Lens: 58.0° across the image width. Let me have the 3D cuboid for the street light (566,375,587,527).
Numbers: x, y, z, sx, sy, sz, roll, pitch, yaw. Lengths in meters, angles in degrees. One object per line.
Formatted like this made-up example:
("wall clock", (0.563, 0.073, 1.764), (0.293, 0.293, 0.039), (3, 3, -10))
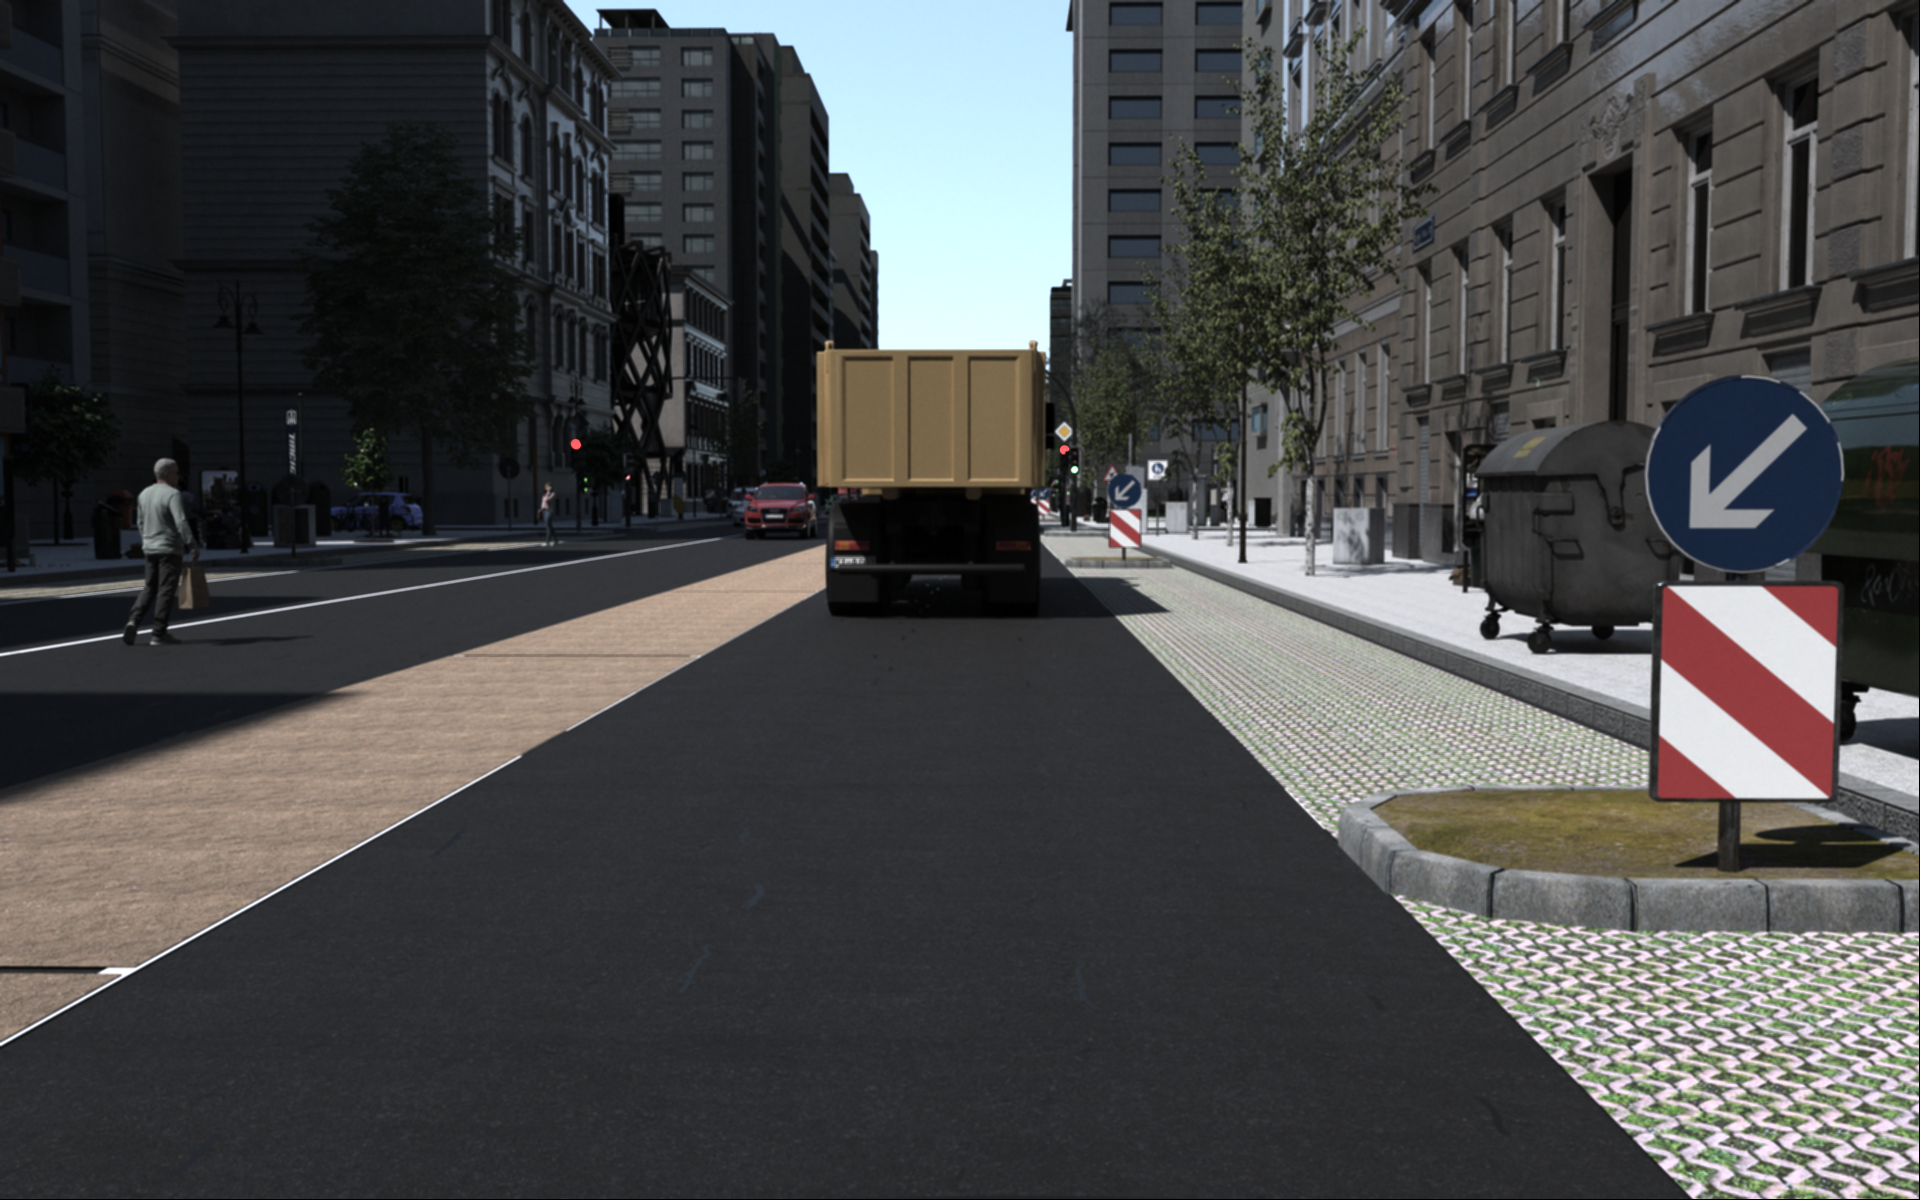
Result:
("street light", (-14.937, -5.798, 67.585), (0.468, 5.910, 1.993), (0, 4, 1))

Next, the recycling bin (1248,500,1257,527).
("recycling bin", (11.888, -3.433, 68.680), (0.722, 1.027, 0.722), (2, 4, 32))

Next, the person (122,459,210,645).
("person", (-7.505, -0.452, 16.379), (0.782, 1.767, 0.515), (2, 4, 24))

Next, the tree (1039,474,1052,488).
("tree", (8.365, -10.575, 167.502), (1.663, 3.219, 1.824), (0, 3, 0))

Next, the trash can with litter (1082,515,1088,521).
("trash can with litter", (6.248, -4.287, 81.487), (1.055, 1.170, 0.624), (1, 4, 12))

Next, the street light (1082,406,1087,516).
("street light", (6.428, -7.081, 88.556), (0.468, 5.910, 1.993), (0, 4, 1))

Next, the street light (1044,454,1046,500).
("street light", (8.026, -11.725, 164.488), (0.468, 5.910, 1.993), (0, 4, 1))

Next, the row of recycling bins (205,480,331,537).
("row of recycling bins", (-20.919, -2.770, 52.397), (3.534, 1.692, 1.069), (-2, 4, -25))

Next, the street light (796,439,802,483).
("street light", (-13.436, -10.480, 144.127), (0.468, 5.910, 1.993), (0, 4, 1))

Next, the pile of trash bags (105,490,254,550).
("pile of trash bags", (-18.398, -1.897, 40.771), (3.447, 1.369, 1.912), (0, 4, 3))

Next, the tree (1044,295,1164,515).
("tree", (8.010, -11.985, 106.323), (12.009, 13.543, 11.850), (0, 3, 0))

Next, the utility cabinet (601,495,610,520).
("utility cabinet", (-17.452, -4.546, 85.488), (0.306, 1.237, 1.020), (0, 4, 0))

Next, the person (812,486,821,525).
("person", (-6.673, -4.300, 79.165), (0.624, 1.780, 0.694), (-2, 4, -29))

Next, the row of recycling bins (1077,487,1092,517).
("row of recycling bins", (6.965, -5.572, 98.213), (1.069, 1.692, 3.534), (0, 4, 0))

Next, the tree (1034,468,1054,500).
("tree", (8.260, -11.956, 179.195), (4.285, 4.588, 4.351), (0, 3, 0))

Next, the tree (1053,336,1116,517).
("tree", (6.666, -7.810, 78.053), (4.737, 8.622, 4.395), (0, 3, 0))

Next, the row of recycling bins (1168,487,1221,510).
("row of recycling bins", (13.332, -5.441, 96.075), (3.534, 1.692, 1.069), (0, 4, 2))

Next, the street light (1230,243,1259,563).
("street light", (5.278, -3.632, 32.166), (0.468, 5.910, 1.993), (0, 4, 1))

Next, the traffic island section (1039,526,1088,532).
("traffic island section", (4.052, -2.741, 67.099), (2.009, 0.180, 2.903), (0, 4, 1))

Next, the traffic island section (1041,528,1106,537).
("traffic island section", (3.894, -2.253, 59.115), (2.009, 0.180, 2.903), (0, 4, 1))

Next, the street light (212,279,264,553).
("street light", (-15.538, -3.954, 37.432), (0.468, 5.910, 1.993), (0, 4, 1))

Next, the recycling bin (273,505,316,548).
("recycling bin", (-15.995, -1.778, 41.622), (0.722, 1.027, 0.722), (3, 4, 36))

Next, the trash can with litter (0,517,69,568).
("trash can with litter", (-17.135, -1.212, 30.876), (2.233, 1.210, 1.678), (3, 4, 37))

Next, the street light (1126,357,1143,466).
("street light", (5.894, -5.248, 58.598), (0.468, 5.910, 1.993), (0, 4, 1))

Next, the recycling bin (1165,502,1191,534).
("recycling bin", (7.042, -2.654, 55.947), (0.722, 1.027, 0.722), (1, 4, 15))

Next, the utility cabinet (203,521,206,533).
("utility cabinet", (-23.631, -2.827, 54.899), (0.318, 1.500, 1.173), (0, 4, -3))

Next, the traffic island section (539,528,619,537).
("traffic island section", (-13.094, -2.274, 59.453), (2.009, 0.180, 2.903), (0, 4, 1))

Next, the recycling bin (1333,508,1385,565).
("recycling bin", (7.303, -1.172, 31.710), (0.722, 1.027, 0.722), (3, 4, 38))

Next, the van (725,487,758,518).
("van", (-12.136, -5.548, 97.713), (2.013, 2.044, 4.112), (0, 4, 1))

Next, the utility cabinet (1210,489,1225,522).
("utility cabinet", (11.529, -4.210, 77.513), (0.318, 1.500, 1.173), (2, 4, 28))

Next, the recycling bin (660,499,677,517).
("recycling bin", (-16.162, -5.100, 95.939), (0.722, 1.027, 0.722), (1, 4, 14))

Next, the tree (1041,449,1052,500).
("tree", (7.560, -8.773, 93.794), (4.737, 8.622, 4.395), (0, 3, 0))

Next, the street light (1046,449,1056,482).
("street light", (7.543, -10.314, 141.423), (0.468, 5.910, 1.993), (0, 4, 1))

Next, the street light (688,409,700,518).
("street light", (-14.510, -7.448, 94.562), (0.468, 5.910, 1.993), (0, 4, 1))

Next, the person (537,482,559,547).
("person", (-11.255, -2.350, 47.519), (0.643, 1.750, 0.593), (-3, 5, -41))

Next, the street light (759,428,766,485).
("street light", (-13.848, -9.065, 120.993), (0.468, 5.910, 1.993), (0, 4, 1))

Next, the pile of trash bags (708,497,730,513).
("pile of trash bags", (-15.607, -6.526, 116.451), (1.912, 1.369, 3.447), (1, 4, 13))

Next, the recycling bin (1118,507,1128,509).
("recycling bin", (10.700, -6.076, 111.901), (0.722, 1.027, 0.722), (-1, 4, -21))

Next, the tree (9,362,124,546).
("tree", (-22.693, -3.638, 43.193), (4.285, 4.588, 4.351), (0, 3, 0))

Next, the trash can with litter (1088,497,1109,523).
("trash can with litter", (6.311, -3.955, 76.059), (0.624, 1.170, 1.055), (3, 5, 43))

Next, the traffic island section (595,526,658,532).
("traffic island section", (-12.936, -2.762, 67.437), (2.009, 0.180, 2.903), (0, 4, 1))

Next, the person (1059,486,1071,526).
("person", (4.259, -3.731, 69.924), (0.576, 1.772, 0.534), (-1, 4, -18))

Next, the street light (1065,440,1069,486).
("street light", (6.972, -8.697, 114.990), (0.468, 5.910, 1.993), (0, 4, 1))

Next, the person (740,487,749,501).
("person", (-11.594, -5.213, 93.991), (0.793, 1.790, 0.793), (0, 4, -4))

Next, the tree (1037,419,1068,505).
("tree", (9.316, -17.187, 206.761), (9.928, 11.665, 9.643), (0, 3, 0))
